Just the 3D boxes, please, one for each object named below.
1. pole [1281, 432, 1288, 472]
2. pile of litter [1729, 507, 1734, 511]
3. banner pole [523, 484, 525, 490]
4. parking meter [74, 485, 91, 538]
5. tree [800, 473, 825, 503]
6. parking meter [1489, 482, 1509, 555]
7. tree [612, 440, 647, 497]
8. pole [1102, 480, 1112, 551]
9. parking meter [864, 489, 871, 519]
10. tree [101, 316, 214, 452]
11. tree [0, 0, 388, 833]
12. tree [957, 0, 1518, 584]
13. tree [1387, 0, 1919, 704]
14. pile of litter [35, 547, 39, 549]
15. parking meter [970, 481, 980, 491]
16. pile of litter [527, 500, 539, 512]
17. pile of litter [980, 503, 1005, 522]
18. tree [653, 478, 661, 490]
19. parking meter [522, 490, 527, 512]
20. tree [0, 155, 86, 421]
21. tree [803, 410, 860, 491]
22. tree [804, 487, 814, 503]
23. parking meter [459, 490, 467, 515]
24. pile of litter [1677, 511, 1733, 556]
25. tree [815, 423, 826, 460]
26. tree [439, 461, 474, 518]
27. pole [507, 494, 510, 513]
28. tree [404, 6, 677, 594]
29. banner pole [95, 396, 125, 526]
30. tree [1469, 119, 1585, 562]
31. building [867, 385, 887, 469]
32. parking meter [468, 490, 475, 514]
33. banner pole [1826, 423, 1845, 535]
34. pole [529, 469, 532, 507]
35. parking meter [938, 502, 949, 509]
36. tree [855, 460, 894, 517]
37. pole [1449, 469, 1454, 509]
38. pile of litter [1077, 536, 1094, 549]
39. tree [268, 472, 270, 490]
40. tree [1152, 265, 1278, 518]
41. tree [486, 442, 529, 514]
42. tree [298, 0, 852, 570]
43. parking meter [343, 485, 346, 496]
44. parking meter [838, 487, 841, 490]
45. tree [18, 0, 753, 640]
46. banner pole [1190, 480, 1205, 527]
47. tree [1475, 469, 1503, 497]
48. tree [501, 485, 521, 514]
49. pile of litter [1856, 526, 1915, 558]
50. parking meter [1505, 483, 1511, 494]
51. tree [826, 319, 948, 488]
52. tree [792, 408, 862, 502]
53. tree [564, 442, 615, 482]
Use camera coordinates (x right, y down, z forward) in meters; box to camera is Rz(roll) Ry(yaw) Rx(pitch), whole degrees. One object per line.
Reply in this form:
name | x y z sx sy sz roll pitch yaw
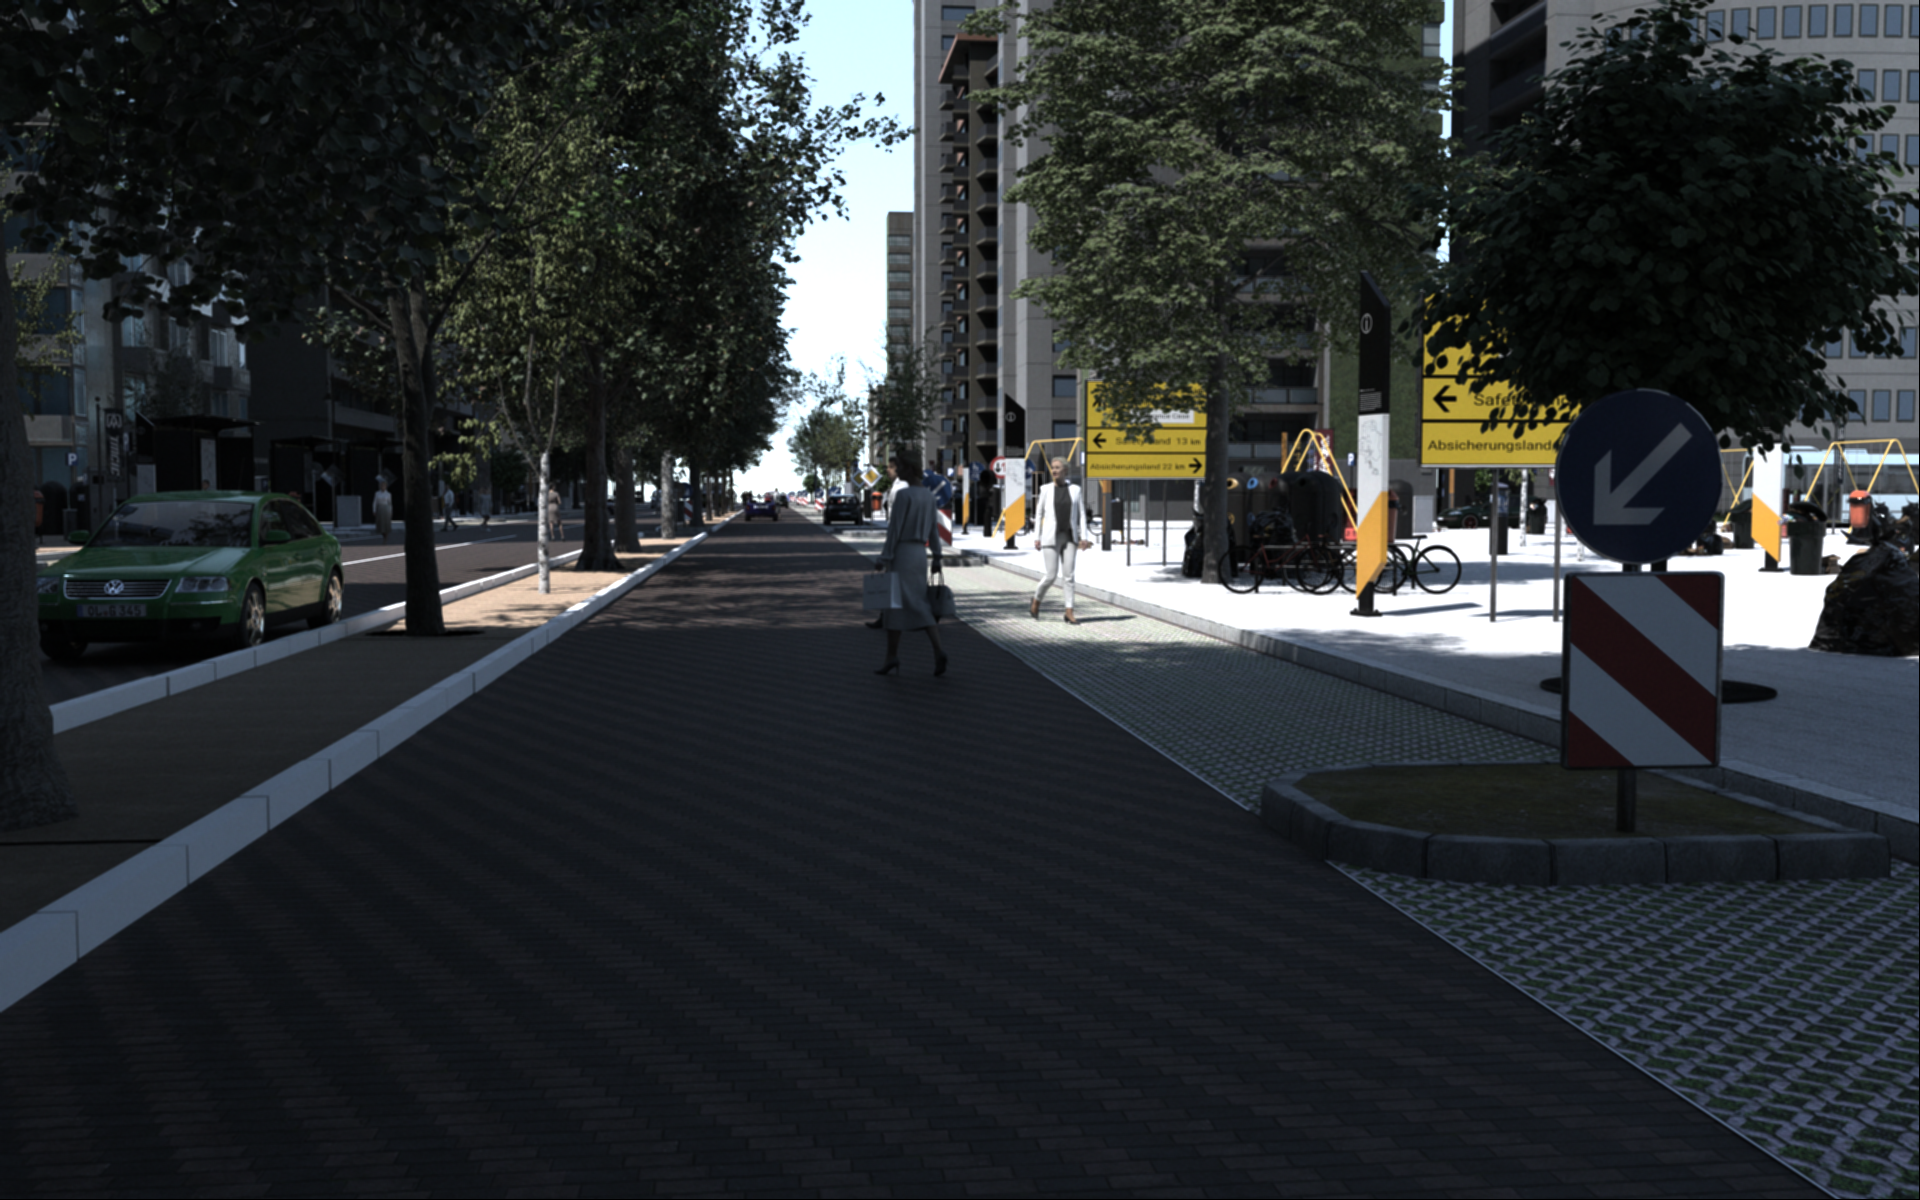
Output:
pole | 10.719 -3.879 57.266 0.158 3.312 0.155 0 3 0
pile of litter | 26.000 -2.689 57.923 1.176 0.858 1.719 -3 5 -41
banner pole | -34.769 -8.983 136.892 0.863 3.779 0.401 1 4 17
parking meter | -23.875 -2.368 47.121 0.372 1.533 0.369 0 3 0
tree | -20.600 -15.734 240.960 4.285 4.588 4.351 0 3 0
parking meter | 11.337 -1.713 36.423 0.372 1.533 0.369 0 3 0
tree | -39.044 -15.987 195.804 8.767 10.594 7.601 0 4 6
pole | 3.308 -2.762 39.000 0.158 3.312 0.155 0 3 0
parking meter | -4.844 -5.042 90.848 0.372 1.533 0.369 0 3 0
tree | -31.995 -7.309 69.866 4.360 8.622 3.978 0 3 0
tree | -4.202 -5.987 6.997 9.857 13.997 8.962 0 3 0
tree | 3.815 -6.483 24.117 7.486 12.596 7.792 0 3 0
tree | 4.579 -1.674 11.079 4.285 4.588 4.351 0 3 0
pile of litter | -22.111 -1.579 39.774 1.719 0.858 1.176 -2 4 -33
parking meter | 0.748 -5.334 92.919 0.399 1.863 0.255 -1 4 -15
pile of litter | -30.651 -6.707 123.626 1.719 0.858 1.176 -1 4 -11
pile of litter | 1.415 -4.092 80.862 1.719 0.858 1.176 0 4 4
tree | -45.804 -17.318 266.860 4.285 4.588 4.351 0 3 0
parking meter | -30.492 -6.900 121.224 0.372 1.533 0.369 0 3 0
tree | -20.941 -5.277 36.650 4.737 8.622 4.395 0 3 0
tree | -11.339 -12.670 157.508 4.360 8.622 3.978 0 3 0
tree | -21.956 -15.899 254.545 1.663 3.219 1.824 0 3 0
parking meter | -30.119 -6.064 104.862 0.399 1.863 0.255 1 4 11
pile of litter | 15.429 -1.376 36.464 1.719 0.858 1.176 -2 4 -34
tree | -7.965 -10.550 122.860 4.737 8.622 4.395 0 3 0
tree | -26.482 -5.926 91.486 1.663 3.219 1.824 0 3 0
pole | -30.120 -7.439 115.469 0.158 3.312 0.155 0 3 0
tree | -6.011 -4.399 24.744 4.737 8.622 4.395 0 3 0
banner pole | -21.921 -3.339 44.617 0.401 3.779 0.863 3 5 42
tree | 11.540 -5.030 32.595 4.737 8.622 4.395 0 3 0
building | -0.901 -27.177 289.389 27.650 21.520 28.899 0 4 -6
parking meter | -32.005 -6.427 113.490 0.372 1.533 0.369 0 3 0
banner pole | 27.641 -3.945 54.524 0.401 3.779 0.863 0 4 5
pole | -34.479 -8.879 139.008 0.158 3.312 0.155 0 3 0
parking meter | -0.667 -3.832 71.068 0.372 1.533 0.369 0 3 0
tree | -4.542 -6.310 97.768 1.663 3.219 1.824 0 3 0
pole | 20.646 -4.824 72.717 0.158 3.312 0.155 0 3 0
pile of litter | 2.661 -1.659 41.098 1.176 0.858 1.719 2 4 30
tree | -31.817 -5.344 81.970 1.663 3.219 1.824 0 3 0
tree | 7.594 -6.356 54.286 4.360 8.622 3.978 0 3 0
tree | -28.787 -7.711 109.793 4.285 4.588 4.351 0 3 0
tree | -6.850 -6.903 32.328 9.611 12.733 9.660 0 3 0
parking meter | -39.753 -6.519 112.299 0.255 1.863 0.399 2 4 33
parking meter | -9.675 -8.160 139.133 0.255 1.863 0.399 0 4 -8
tree | -5.527 -5.445 17.242 9.928 11.665 9.643 0 3 0
banner pole | 9.433 -4.785 68.246 0.401 3.779 0.863 -3 4 -37
tree | 24.833 -5.400 82.890 1.663 3.219 1.824 0 3 0
tree | -29.487 -7.295 113.873 1.663 3.219 1.824 0 3 0
pile of litter | 18.821 -1.295 35.145 1.176 0.858 1.719 3 5 43
parking meter | 27.622 -5.004 87.523 0.255 1.863 0.399 -1 4 -19
tree | -2.305 -7.433 71.891 4.737 8.622 4.395 0 3 0
tree | -14.448 -15.426 186.626 8.767 10.594 7.601 -2 4 -34
tree | -36.624 -15.409 170.058 7.486 12.596 7.792 0 3 0
